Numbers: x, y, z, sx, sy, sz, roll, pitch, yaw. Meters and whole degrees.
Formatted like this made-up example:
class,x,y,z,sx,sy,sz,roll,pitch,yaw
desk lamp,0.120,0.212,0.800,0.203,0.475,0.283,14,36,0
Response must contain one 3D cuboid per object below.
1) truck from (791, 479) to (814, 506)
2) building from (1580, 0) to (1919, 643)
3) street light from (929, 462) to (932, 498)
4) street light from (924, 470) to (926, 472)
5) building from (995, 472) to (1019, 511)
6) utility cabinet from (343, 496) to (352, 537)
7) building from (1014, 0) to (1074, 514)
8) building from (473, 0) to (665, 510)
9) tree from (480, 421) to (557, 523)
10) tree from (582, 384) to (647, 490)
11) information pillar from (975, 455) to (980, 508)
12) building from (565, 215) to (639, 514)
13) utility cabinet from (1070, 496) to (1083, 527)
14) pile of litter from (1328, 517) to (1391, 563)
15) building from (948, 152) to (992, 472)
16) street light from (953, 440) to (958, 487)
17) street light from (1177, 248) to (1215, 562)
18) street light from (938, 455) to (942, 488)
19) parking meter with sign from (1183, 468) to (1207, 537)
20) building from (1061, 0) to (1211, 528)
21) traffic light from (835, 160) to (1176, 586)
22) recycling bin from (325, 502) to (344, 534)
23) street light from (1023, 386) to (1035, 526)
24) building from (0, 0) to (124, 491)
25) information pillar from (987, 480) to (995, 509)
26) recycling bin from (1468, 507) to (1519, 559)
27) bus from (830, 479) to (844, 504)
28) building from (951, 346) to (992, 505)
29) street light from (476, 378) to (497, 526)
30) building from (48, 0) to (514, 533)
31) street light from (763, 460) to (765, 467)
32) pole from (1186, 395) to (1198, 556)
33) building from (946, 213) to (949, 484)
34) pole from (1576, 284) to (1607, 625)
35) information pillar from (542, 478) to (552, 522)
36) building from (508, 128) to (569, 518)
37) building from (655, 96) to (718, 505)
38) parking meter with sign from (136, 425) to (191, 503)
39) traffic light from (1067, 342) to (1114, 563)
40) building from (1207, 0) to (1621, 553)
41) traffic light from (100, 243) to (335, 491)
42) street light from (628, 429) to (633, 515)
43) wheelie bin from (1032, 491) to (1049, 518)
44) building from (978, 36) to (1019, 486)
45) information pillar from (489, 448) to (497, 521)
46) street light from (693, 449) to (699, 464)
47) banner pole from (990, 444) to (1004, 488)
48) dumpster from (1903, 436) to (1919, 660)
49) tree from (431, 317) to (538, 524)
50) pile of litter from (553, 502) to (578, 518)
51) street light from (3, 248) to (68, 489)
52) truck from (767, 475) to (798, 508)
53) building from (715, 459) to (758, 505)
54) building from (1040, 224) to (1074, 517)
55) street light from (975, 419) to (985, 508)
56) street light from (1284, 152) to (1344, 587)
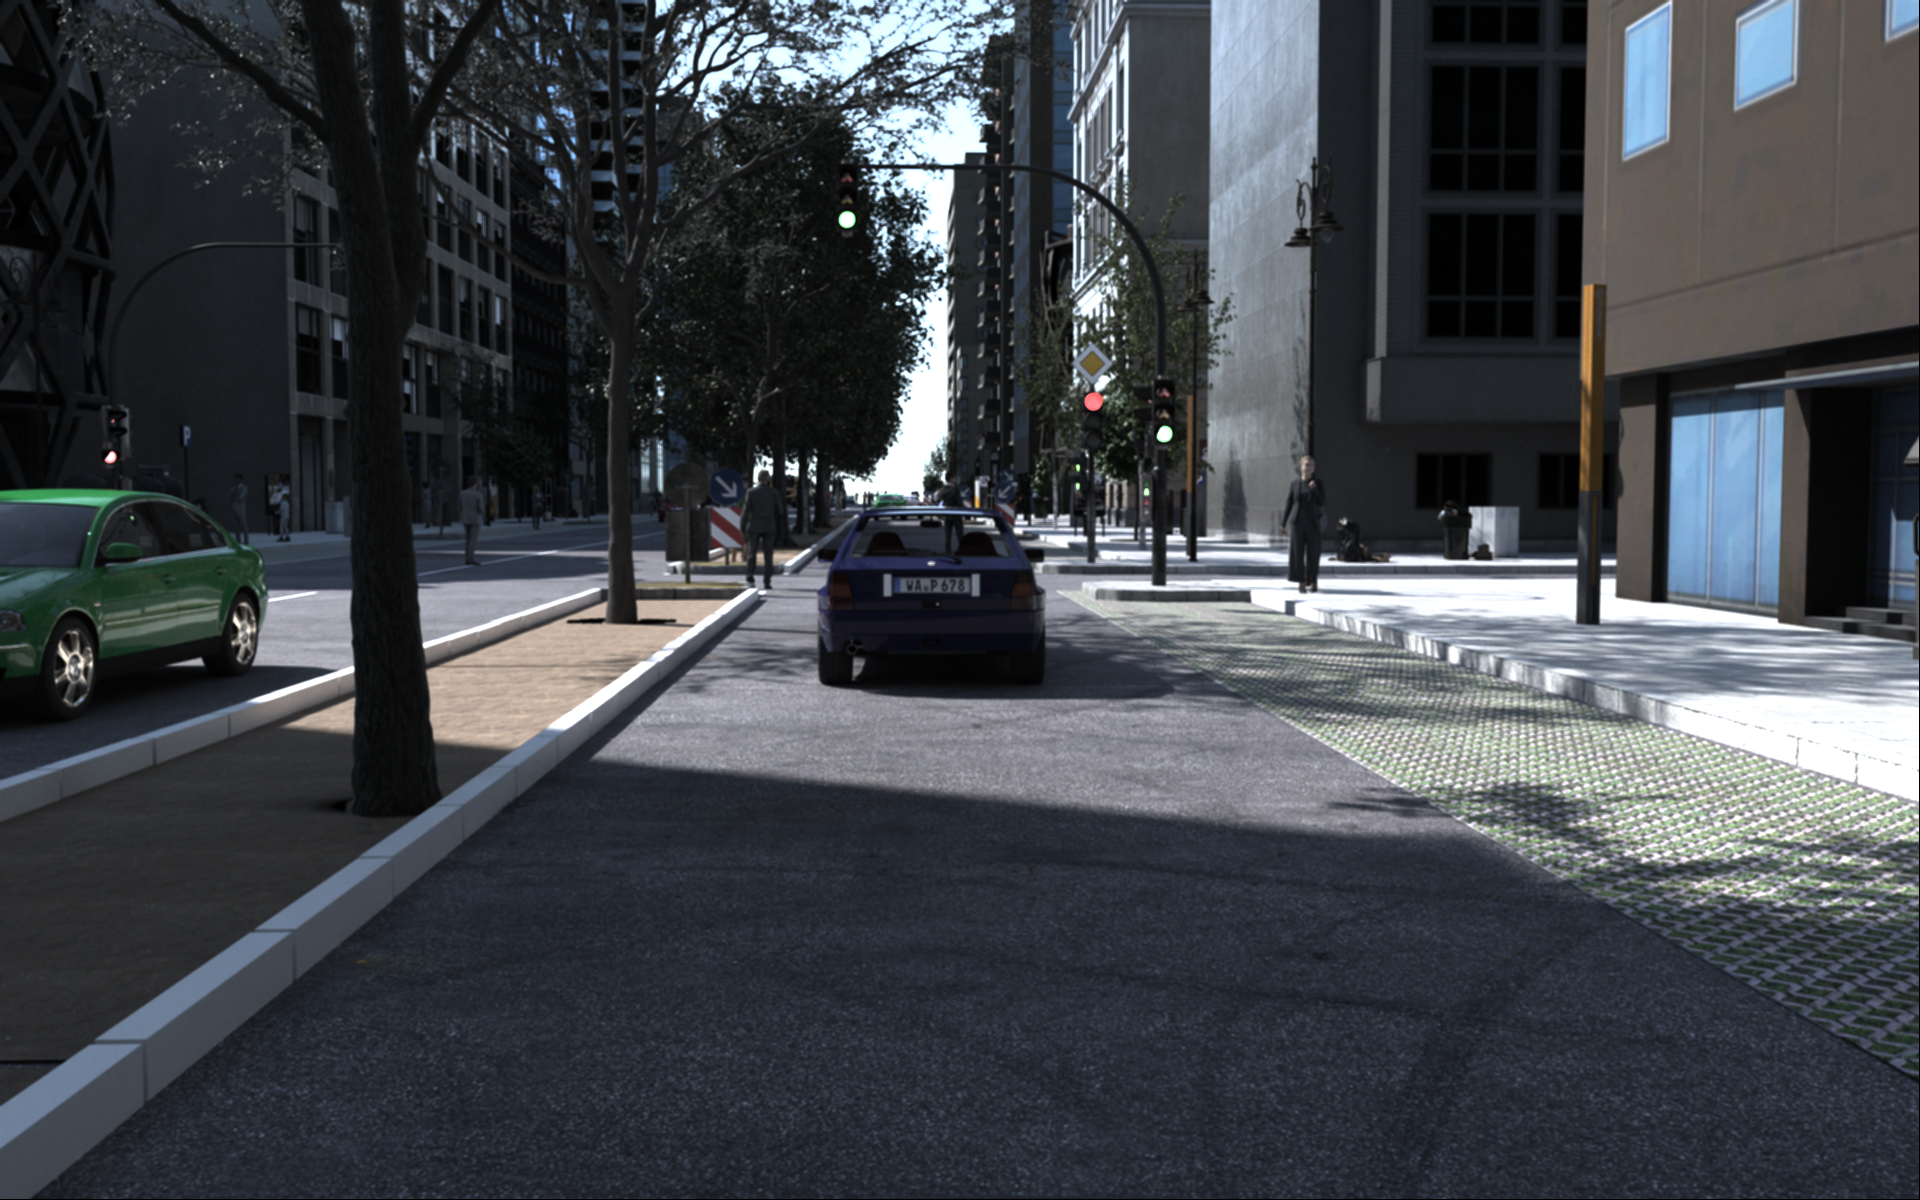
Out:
class,x,y,z,sx,sy,sz,roll,pitch,yaw
truck,-19.410,-13.255,212.635,3.469,3.379,9.791,0,4,-2
building,14.937,-22.234,13.639,14.600,45.320,14.200,0,4,-2
street light,-3.875,-15.713,229.700,0.468,5.910,1.993,0,4,-2
street light,-5.347,-17.957,266.380,0.468,5.910,1.993,0,4,-2
building,19.176,-27.387,139.652,32.217,40.220,23.993,0,4,-2
utility cabinet,-18.089,-2.473,51.595,0.306,1.237,1.020,-2,4,-35
building,11.123,-28.710,119.523,14.600,45.320,14.200,0,4,-2
building,-37.122,-51.188,149.602,22.319,86.520,31.000,0,4,-2
tree,-19.782,-5.741,77.579,4.285,4.588,4.351,0,3,0
tree,-20.243,-9.241,101.458,4.737,8.622,4.395,0,3,0
information pillar,1.068,-6.944,104.893,0.183,3.616,0.504,-2,4,-29
building,-38.553,-16.885,121.111,27.650,21.520,28.899,0,4,-2
utility cabinet,4.775,-3.456,67.664,1.020,1.237,0.306,3,5,40
pile of litter,7.623,-1.164,32.990,1.176,0.858,1.719,1,4,11
building,9.404,-37.791,241.577,21.300,48.544,21.600,0,4,-2
street light,-0.365,-10.652,146.942,0.468,5.910,1.993,0,4,-2
street light,4.439,-3.670,32.794,0.468,5.910,1.993,0,4,-2
street light,-2.257,-13.489,193.330,0.468,5.910,1.993,0,4,-2
parking meter with sign,7.319,-3.413,52.065,0.543,3.016,1.738,3,4,37
building,12.115,-17.700,75.302,13.634,28.700,20.117,0,4,-2
traffic light,0.676,-3.015,23.960,4.771,5.953,1.251,0,4,-2
recycling bin,-19.963,-2.647,55.834,0.722,1.027,0.722,3,5,40
street light,2.833,-5.965,70.323,0.468,5.910,1.993,0,4,-2
building,-30.278,-10.669,41.886,16.820,18.784,16.811,0,4,-2
information pillar,1.630,-5.284,90.881,0.304,2.012,0.304,3,5,41
recycling bin,10.742,-1.364,34.860,0.722,1.027,0.722,-2,4,-35
bus,-15.270,-12.926,206.192,2.948,3.499,13.247,0,4,-2
building,13.197,-22.771,217.337,27.650,21.520,28.899,0,4,-2
street light,-18.873,-5.895,69.178,0.468,5.910,1.993,0,4,-2
building,-32.245,-16.401,72.679,19.350,26.468,34.151,0,4,-2
street light,-25.657,-15.579,227.496,0.468,5.910,1.993,0,4,-2
pole,4.809,-2.572,35.893,0.158,3.312,0.155,0,3,0
building,5.070,-37.283,259.683,14.600,45.320,14.200,0,4,-2
pole,6.193,-1.415,16.982,0.158,3.312,0.155,0,3,0
information pillar,-19.026,-4.605,79.787,0.304,2.012,0.304,3,5,43
building,-29.935,-16.410,97.984,12.332,23.373,15.834,0,4,-2
building,-35.563,-33.569,198.963,14.600,45.320,14.200,0,4,-2
parking meter with sign,-20.414,-2.909,43.826,1.738,3.016,0.543,0,4,-3
traffic light,2.426,-2.645,32.167,0.839,4.253,0.868,0,4,-2
building,22.327,-13.697,43.014,30.058,24.678,14.314,0,4,-2
traffic light,-13.233,-3.478,31.529,4.771,5.953,1.251,0,4,-2
street light,-20.617,-8.302,108.531,0.468,5.910,1.993,0,4,-2
wheelie bin,4.229,-5.110,91.457,0.693,1.594,0.980,2,4,29
building,13.085,-31.265,165.805,22.147,44.769,28.867,0,4,-2
information pillar,-21.959,-5.496,81.214,0.183,3.616,0.504,2,4,33
street light,-22.202,-10.584,145.842,0.468,5.910,1.993,0,4,-2
banner pole,1.910,-5.947,87.245,0.863,3.779,0.401,1,4,14
dumpster,5.457,-0.136,7.979,1.264,1.857,1.865,0,4,-2
tree,-20.003,-7.500,72.982,4.360,8.622,3.978,0,3,0
pile of litter,-21.494,-4.908,94.216,1.719,0.858,1.176,-3,5,-44
street light,-17.439,-3.671,32.801,0.468,5.910,1.993,0,4,-2
truck,-17.653,-10.982,175.475,3.469,3.379,9.791,0,4,-2
building,-40.885,-36.374,249.330,22.147,44.769,28.867,0,4,-2
building,12.951,-14.203,99.676,16.820,18.784,16.811,0,4,-2
street light,1.213,-8.411,110.315,0.468,5.910,1.993,0,4,-2
street light,4.856,-3.127,23.913,0.468,5.910,1.993,0,4,-2
